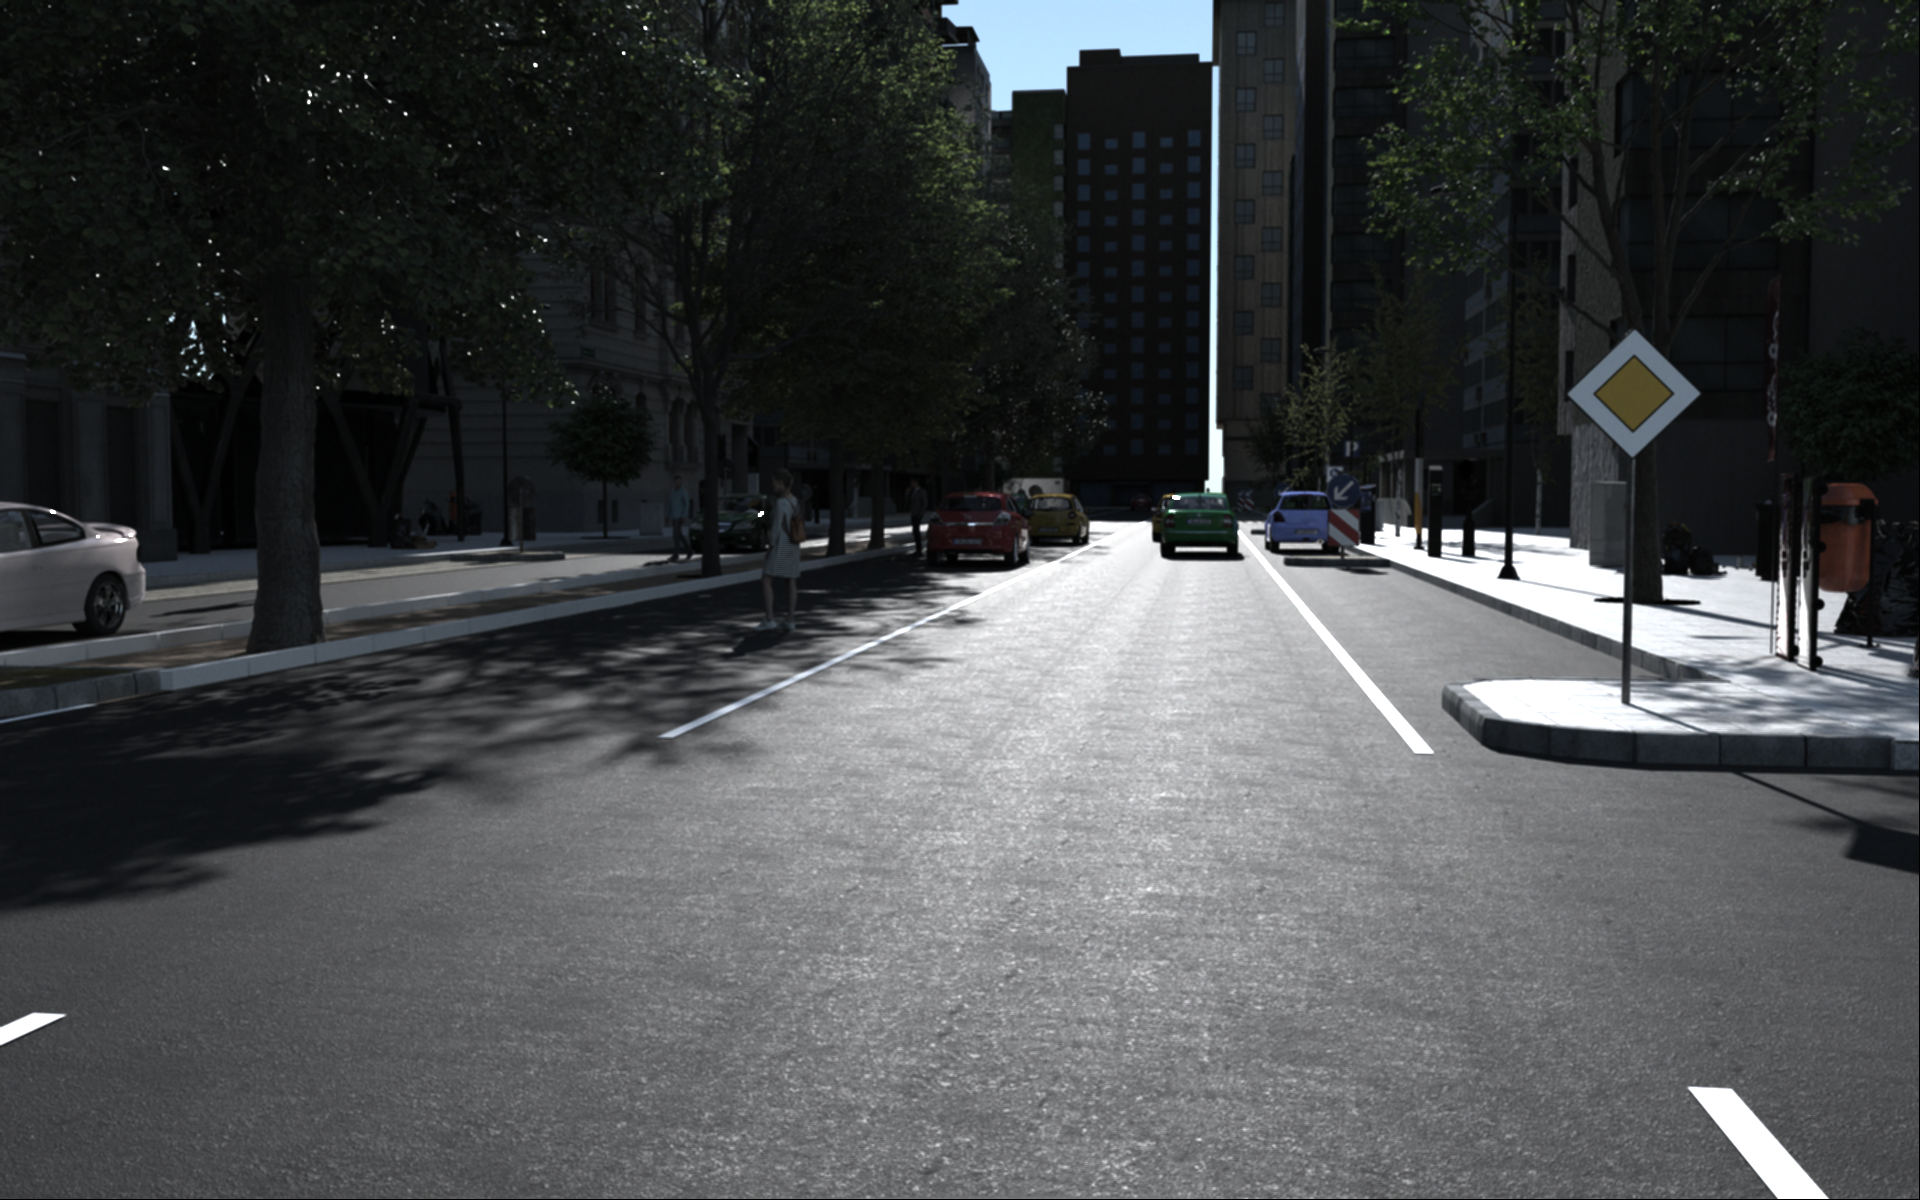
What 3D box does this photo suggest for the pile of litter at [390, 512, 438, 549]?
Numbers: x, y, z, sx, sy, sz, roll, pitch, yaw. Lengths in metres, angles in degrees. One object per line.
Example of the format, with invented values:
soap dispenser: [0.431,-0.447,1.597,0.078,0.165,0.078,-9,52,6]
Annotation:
pile of litter: [-12.926,-1.649,40.923,1.176,0.858,1.719,0,4,1]

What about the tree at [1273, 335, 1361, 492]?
tree: [16.774,-7.994,81.059,4.360,8.622,3.978,0,3,0]

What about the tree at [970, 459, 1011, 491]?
tree: [2.494,-9.913,145.792,4.285,4.588,4.351,0,3,0]

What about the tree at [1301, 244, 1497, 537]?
tree: [13.176,-6.205,51.814,4.737,8.622,4.395,0,3,0]

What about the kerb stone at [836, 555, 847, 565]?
kerb stone: [-2.525,-0.806,35.372,0.120,0.150,1.000,0,4,8]

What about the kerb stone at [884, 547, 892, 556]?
kerb stone: [-1.790,-1.113,40.445,0.120,0.150,1.000,0,4,8]

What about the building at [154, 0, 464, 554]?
building: [-21.774,-10.761,43.400,16.820,18.784,16.811,0,4,8]

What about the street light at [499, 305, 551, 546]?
street light: [-10.709,-4.289,42.664,1.470,5.913,1.316,0,4,8]

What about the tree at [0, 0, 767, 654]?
tree: [-6.088,-6.498,15.348,9.857,13.997,8.962,0,3,0]

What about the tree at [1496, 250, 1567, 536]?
tree: [18.119,-6.295,53.285,4.737,8.622,4.395,0,3,0]

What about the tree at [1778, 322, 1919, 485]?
tree: [17.215,-3.026,33.185,4.285,4.588,4.351,0,3,0]

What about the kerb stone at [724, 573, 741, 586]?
kerb stone: [-3.678,-0.310,27.266,0.120,0.150,1.000,0,4,8]

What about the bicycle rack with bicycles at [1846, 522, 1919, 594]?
bicycle rack with bicycles: [12.293,-0.491,21.416,2.925,0.926,2.852,0,4,-6]

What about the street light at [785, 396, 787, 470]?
street light: [-6.632,-6.030,71.137,1.470,5.913,1.316,0,4,8]

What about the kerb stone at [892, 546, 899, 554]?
kerb stone: [-1.657,-1.175,41.459,0.120,0.150,1.000,0,4,8]

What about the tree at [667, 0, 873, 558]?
tree: [-2.799,-7.221,38.655,7.486,12.596,7.792,0,3,0]

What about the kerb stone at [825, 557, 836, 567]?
kerb stone: [-2.672,-0.741,34.359,0.120,0.150,1.000,0,4,8]

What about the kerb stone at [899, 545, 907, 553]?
kerb stone: [-1.516,-1.240,42.471,0.120,0.150,1.000,0,4,8]

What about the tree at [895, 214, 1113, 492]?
tree: [1.217,-9.182,69.583,9.611,12.733,9.660,0,3,0]

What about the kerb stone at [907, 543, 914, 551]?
kerb stone: [-1.368,-1.302,43.483,0.120,0.150,1.000,0,4,8]

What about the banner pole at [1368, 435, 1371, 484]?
banner pole: [16.922,-4.991,71.621,0.401,3.779,0.863,1,4,20]

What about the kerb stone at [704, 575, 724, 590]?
kerb stone: [-3.818,-0.248,26.253,0.120,0.150,1.000,0,4,8]

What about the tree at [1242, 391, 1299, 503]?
tree: [23.025,-10.776,126.550,4.737,8.622,4.395,0,3,0]

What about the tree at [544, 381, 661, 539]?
tree: [-10.173,-4.053,49.973,4.285,4.588,4.351,0,3,0]

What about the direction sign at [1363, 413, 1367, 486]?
direction sign: [11.450,-3.485,48.985,0.379,3.537,0.876,1,4,10]

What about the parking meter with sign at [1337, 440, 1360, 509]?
parking meter with sign: [12.732,-3.721,57.104,0.543,3.016,1.738,0,4,2]

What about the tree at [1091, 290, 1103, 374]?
tree: [-0.453,-8.749,55.869,12.009,13.543,11.850,0,3,0]

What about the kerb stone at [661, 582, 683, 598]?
kerb stone: [-4.111,-0.124,24.217,0.120,0.150,1.000,0,4,8]

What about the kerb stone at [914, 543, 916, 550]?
kerb stone: [-1.226,-1.364,44.495,0.120,0.150,1.000,0,4,8]

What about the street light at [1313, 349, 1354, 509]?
street light: [11.994,-5.071,55.459,1.470,5.913,1.316,0,4,8]

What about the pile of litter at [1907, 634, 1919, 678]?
pile of litter: [7.536,0.109,12.190,1.719,0.858,1.176,1,4,9]

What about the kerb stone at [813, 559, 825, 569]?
kerb stone: [-2.810,-0.682,33.345,0.120,0.150,1.000,0,4,8]

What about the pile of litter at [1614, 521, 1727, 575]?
pile of litter: [11.441,-0.853,27.905,1.719,0.858,1.176,1,4,23]

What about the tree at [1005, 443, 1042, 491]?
tree: [5.665,-12.926,161.704,4.360,8.622,3.978,0,3,0]

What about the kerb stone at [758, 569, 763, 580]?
kerb stone: [-3.388,-0.434,29.290,0.120,0.150,1.000,0,4,8]

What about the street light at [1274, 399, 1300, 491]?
street light: [16.051,-6.861,84.717,1.470,5.913,1.316,0,4,8]

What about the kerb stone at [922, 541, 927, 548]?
kerb stone: [-1.085,-1.426,45.508,0.120,0.150,1.000,0,4,8]

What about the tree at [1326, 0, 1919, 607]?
tree: [8.080,-5.775,20.177,9.928,11.665,9.643,0,3,0]

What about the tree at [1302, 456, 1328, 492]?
tree: [18.080,-5.763,88.834,1.663,3.219,1.824,0,3,0]

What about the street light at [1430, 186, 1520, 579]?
street light: [7.788,-3.282,26.197,1.470,5.913,1.316,0,4,8]

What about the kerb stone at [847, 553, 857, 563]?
kerb stone: [-2.383,-0.868,36.387,0.120,0.150,1.000,0,4,8]

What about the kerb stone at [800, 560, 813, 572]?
kerb stone: [-2.957,-0.620,32.331,0.120,0.150,1.000,0,4,8]

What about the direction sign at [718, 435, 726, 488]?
direction sign: [-9.136,-4.555,66.479,0.379,3.537,0.876,-2,4,-26]

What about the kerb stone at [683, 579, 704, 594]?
kerb stone: [-3.972,-0.186,25.240,0.120,0.150,1.000,0,4,8]

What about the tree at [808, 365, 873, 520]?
tree: [-5.366,-8.247,85.196,4.360,8.622,3.978,0,3,0]

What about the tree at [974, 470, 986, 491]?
tree: [1.938,-8.747,137.613,1.663,3.219,1.824,0,3,0]

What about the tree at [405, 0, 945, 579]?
tree: [-4.215,-7.099,28.899,12.009,13.543,11.850,0,3,0]

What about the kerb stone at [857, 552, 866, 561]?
kerb stone: [-2.230,-0.930,37.398,0.120,0.150,1.000,0,4,8]

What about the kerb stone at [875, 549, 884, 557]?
kerb stone: [-1.945,-1.052,39.428,0.120,0.150,1.000,0,4,8]

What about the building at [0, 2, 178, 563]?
building: [-20.912,-10.722,24.452,9.793,20.994,18.267,0,4,8]

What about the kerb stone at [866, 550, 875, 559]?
kerb stone: [-2.087,-0.992,38.414,0.120,0.150,1.000,0,4,8]

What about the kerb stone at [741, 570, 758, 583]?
kerb stone: [-3.534,-0.367,28.278,0.120,0.150,1.000,0,4,8]
